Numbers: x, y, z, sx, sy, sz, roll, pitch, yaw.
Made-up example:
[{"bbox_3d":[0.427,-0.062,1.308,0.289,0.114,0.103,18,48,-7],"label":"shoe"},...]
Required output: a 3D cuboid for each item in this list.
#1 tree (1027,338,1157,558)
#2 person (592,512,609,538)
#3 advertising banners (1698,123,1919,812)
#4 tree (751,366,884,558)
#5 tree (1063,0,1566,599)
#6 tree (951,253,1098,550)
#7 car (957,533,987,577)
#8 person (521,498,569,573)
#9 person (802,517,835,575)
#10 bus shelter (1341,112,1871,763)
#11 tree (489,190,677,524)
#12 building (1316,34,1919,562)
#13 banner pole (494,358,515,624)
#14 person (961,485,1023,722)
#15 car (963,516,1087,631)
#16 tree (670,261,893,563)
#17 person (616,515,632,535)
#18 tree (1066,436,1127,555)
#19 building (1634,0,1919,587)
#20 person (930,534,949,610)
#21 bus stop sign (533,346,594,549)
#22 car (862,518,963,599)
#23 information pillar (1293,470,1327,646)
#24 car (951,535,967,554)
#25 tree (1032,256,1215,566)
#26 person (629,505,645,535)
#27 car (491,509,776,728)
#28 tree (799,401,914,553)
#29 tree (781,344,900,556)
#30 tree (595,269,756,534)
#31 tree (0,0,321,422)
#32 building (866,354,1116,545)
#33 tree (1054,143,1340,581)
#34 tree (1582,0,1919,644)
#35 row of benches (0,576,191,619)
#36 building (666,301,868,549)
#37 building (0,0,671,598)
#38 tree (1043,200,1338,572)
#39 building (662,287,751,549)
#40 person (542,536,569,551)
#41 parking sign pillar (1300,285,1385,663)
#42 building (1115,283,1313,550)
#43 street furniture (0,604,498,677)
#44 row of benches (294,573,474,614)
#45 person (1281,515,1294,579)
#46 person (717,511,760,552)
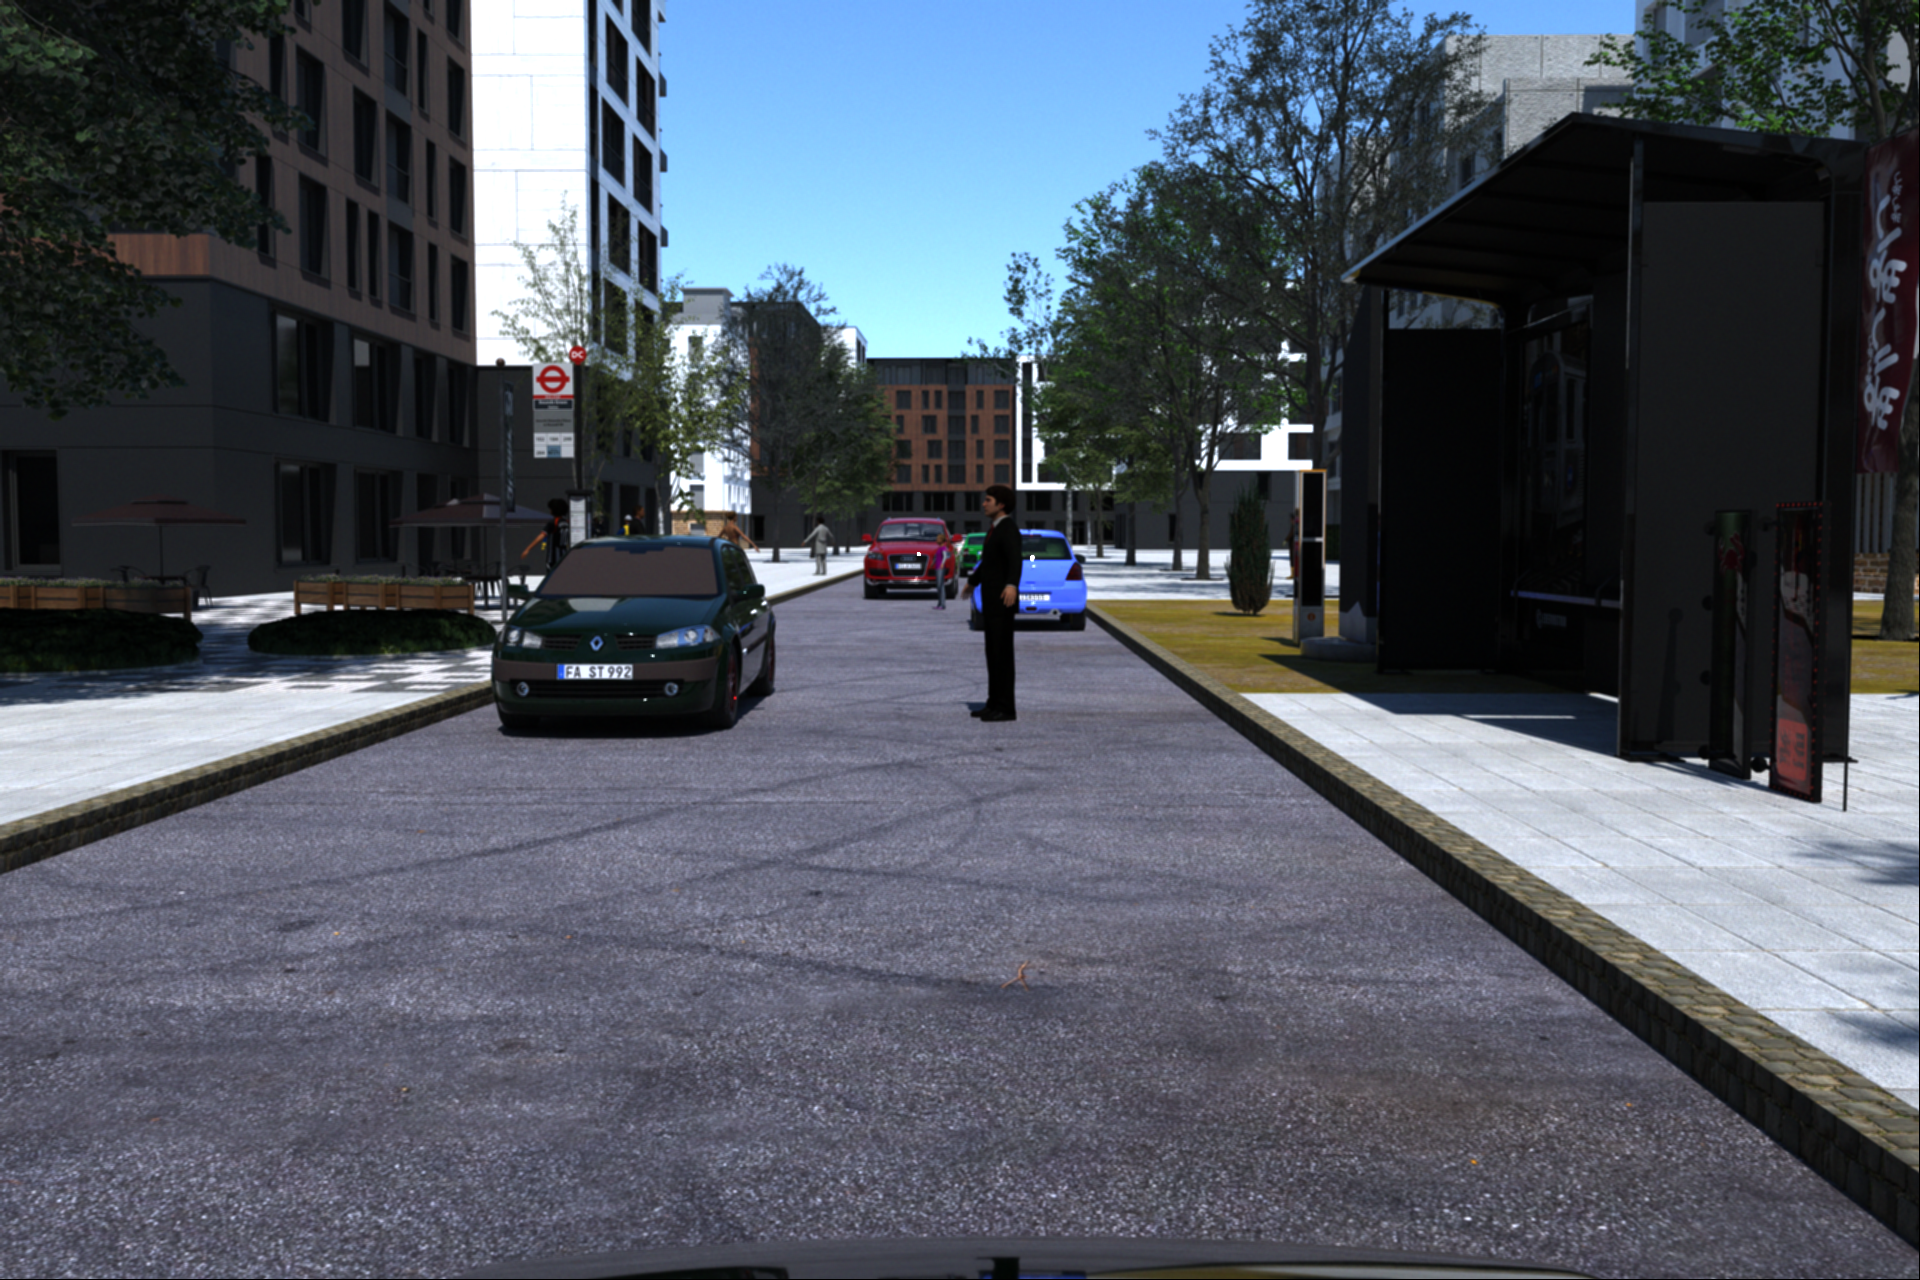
[{"bbox_3d":[7.378,-10.186,92.303,9.928,11.665,9.643,0,3,0],"label":"tree"},{"bbox_3d":[-9.002,-2.290,43.229,0.705,1.856,1.354,1,4,23],"label":"person"},{"bbox_3d":[4.094,-0.749,8.430,0.090,3.025,2.074,0,4,1],"label":"advertising banners"},{"bbox_3d":[-7.485,-9.610,91.533,7.601,10.594,8.767,-1,4,-11],"label":"tree"},{"bbox_3d":[7.309,-7.594,34.526,12.009,13.543,11.850,0,3,0],"label":"tree"},{"bbox_3d":[6.138,-16.009,117.634,12.611,20.169,13.585,0,3,0],"label":"tree"},{"bbox_3d":[0.876,-3.054,58.725,1.959,1.807,4.718,0,4,1],"label":"car"},{"bbox_3d":[-6.194,-1.249,26.569,0.704,1.843,1.345,2,4,28],"label":"person"},{"bbox_3d":[-4.358,-2.923,53.977,0.705,1.806,1.347,3,5,45],"label":"person"},{"bbox_3d":[4.295,-1.315,12.780,1.731,3.624,6.357,0,4,1],"label":"bus shelter"},{"bbox_3d":[-8.556,-5.364,38.072,4.360,8.622,3.978,0,3,0],"label":"tree"},{"bbox_3d":[25.685,-12.453,70.056,16.747,18.905,31.486,0,4,1],"label":"building"},{"bbox_3d":[-6.535,-2.139,24.995,0.401,3.779,0.863,0,4,1],"label":"banner pole"},{"bbox_3d":[0.276,-0.290,13.387,0.705,1.806,1.347,-1,4,-14],"label":"person"},{"bbox_3d":[1.018,-1.065,27.000,1.945,1.707,3.694,0,4,-1],"label":"car"},{"bbox_3d":[-8.110,-10.209,77.284,12.009,13.543,11.850,0,3,0],"label":"tree"},{"bbox_3d":[-9.690,-2.728,50.575,1.349,1.833,0.705,-3,5,-40],"label":"person"},{"bbox_3d":[7.971,-9.677,108.588,4.360,8.622,3.978,0,3,0],"label":"tree"},{"bbox_3d":[24.638,-11.767,48.811,16.016,20.090,11.380,0,4,0],"label":"building"},{"bbox_3d":[-0.426,-1.294,32.875,0.599,1.433,0.991,-1,4,-13],"label":"person"},{"bbox_3d":[-5.637,-2.200,24.679,0.855,3.939,0.416,0,4,2],"label":"bus stop sign"},{"bbox_3d":[-1.071,-1.905,39.818,2.281,1.827,5.304,0,4,1],"label":"car"},{"bbox_3d":[4.013,-0.942,19.896,0.304,2.012,0.304,0,4,-1],"label":"information pillar"},{"bbox_3d":[0.063,-5.116,96.007,2.083,1.381,4.827,0,4,1],"label":"car"},{"bbox_3d":[6.821,-9.303,70.228,7.486,12.596,7.792,0,3,0],"label":"tree"},{"bbox_3d":[-5.812,-1.543,31.449,0.704,1.802,1.346,-2,4,-25],"label":"person"},{"bbox_3d":[-2.519,-0.258,14.010,2.009,1.686,4.222,0,4,0],"label":"car"},{"bbox_3d":[-7.529,-11.117,116.178,8.767,10.594,7.601,-1,4,-15],"label":"tree"},{"bbox_3d":[-7.279,-11.319,103.197,7.486,12.596,7.792,0,3,0],"label":"tree"},{"bbox_3d":[-8.229,-6.019,48.777,4.737,8.622,4.395,0,3,0],"label":"tree"},{"bbox_3d":[-8.859,-6.487,12.710,9.857,13.997,8.962,0,3,0],"label":"tree"},{"bbox_3d":[4.524,-22.216,209.663,32.646,21.610,27.936,0,4,1],"label":"building"},{"bbox_3d":[6.644,-7.458,47.693,9.928,11.665,9.643,0,3,0],"label":"tree"},{"bbox_3d":[11.271,-5.787,20.374,9.928,11.665,9.643,0,3,0],"label":"tree"},{"bbox_3d":[-12.728,-0.572,24.819,4.104,0.672,1.422,2,4,26],"label":"row of benches"},{"bbox_3d":[-24.196,-19.870,168.850,27.936,21.610,32.646,0,4,1],"label":"building"},{"bbox_3d":[-25.254,-12.626,50.409,27.936,21.610,32.646,0,4,1],"label":"building"},{"bbox_3d":[7.615,-9.107,59.272,12.009,13.543,11.850,0,3,0],"label":"tree"},{"bbox_3d":[-22.845,-16.984,134.111,16.016,20.090,11.380,0,4,0],"label":"building"},{"bbox_3d":[-8.640,-1.905,37.610,0.721,1.772,1.216,2,4,32],"label":"person"},{"bbox_3d":[4.258,-1.794,17.812,1.447,3.967,1.447,0,4,0],"label":"parking sign pillar"},{"bbox_3d":[27.702,-19.037,155.226,27.936,21.610,32.646,0,4,1],"label":"building"},{"bbox_3d":[-10.469,-0.187,18.684,10.072,0.657,5.734,1,4,12],"label":"street furniture"},{"bbox_3d":[-8.779,-0.668,26.381,4.104,0.672,1.422,3,5,40],"label":"row of benches"},{"bbox_3d":[9.465,-2.632,49.164,0.704,1.812,1.346,2,4,32],"label":"person"},{"bbox_3d":[-4.362,-1.645,33.695,1.217,1.733,0.721,3,4,39],"label":"person"}]
